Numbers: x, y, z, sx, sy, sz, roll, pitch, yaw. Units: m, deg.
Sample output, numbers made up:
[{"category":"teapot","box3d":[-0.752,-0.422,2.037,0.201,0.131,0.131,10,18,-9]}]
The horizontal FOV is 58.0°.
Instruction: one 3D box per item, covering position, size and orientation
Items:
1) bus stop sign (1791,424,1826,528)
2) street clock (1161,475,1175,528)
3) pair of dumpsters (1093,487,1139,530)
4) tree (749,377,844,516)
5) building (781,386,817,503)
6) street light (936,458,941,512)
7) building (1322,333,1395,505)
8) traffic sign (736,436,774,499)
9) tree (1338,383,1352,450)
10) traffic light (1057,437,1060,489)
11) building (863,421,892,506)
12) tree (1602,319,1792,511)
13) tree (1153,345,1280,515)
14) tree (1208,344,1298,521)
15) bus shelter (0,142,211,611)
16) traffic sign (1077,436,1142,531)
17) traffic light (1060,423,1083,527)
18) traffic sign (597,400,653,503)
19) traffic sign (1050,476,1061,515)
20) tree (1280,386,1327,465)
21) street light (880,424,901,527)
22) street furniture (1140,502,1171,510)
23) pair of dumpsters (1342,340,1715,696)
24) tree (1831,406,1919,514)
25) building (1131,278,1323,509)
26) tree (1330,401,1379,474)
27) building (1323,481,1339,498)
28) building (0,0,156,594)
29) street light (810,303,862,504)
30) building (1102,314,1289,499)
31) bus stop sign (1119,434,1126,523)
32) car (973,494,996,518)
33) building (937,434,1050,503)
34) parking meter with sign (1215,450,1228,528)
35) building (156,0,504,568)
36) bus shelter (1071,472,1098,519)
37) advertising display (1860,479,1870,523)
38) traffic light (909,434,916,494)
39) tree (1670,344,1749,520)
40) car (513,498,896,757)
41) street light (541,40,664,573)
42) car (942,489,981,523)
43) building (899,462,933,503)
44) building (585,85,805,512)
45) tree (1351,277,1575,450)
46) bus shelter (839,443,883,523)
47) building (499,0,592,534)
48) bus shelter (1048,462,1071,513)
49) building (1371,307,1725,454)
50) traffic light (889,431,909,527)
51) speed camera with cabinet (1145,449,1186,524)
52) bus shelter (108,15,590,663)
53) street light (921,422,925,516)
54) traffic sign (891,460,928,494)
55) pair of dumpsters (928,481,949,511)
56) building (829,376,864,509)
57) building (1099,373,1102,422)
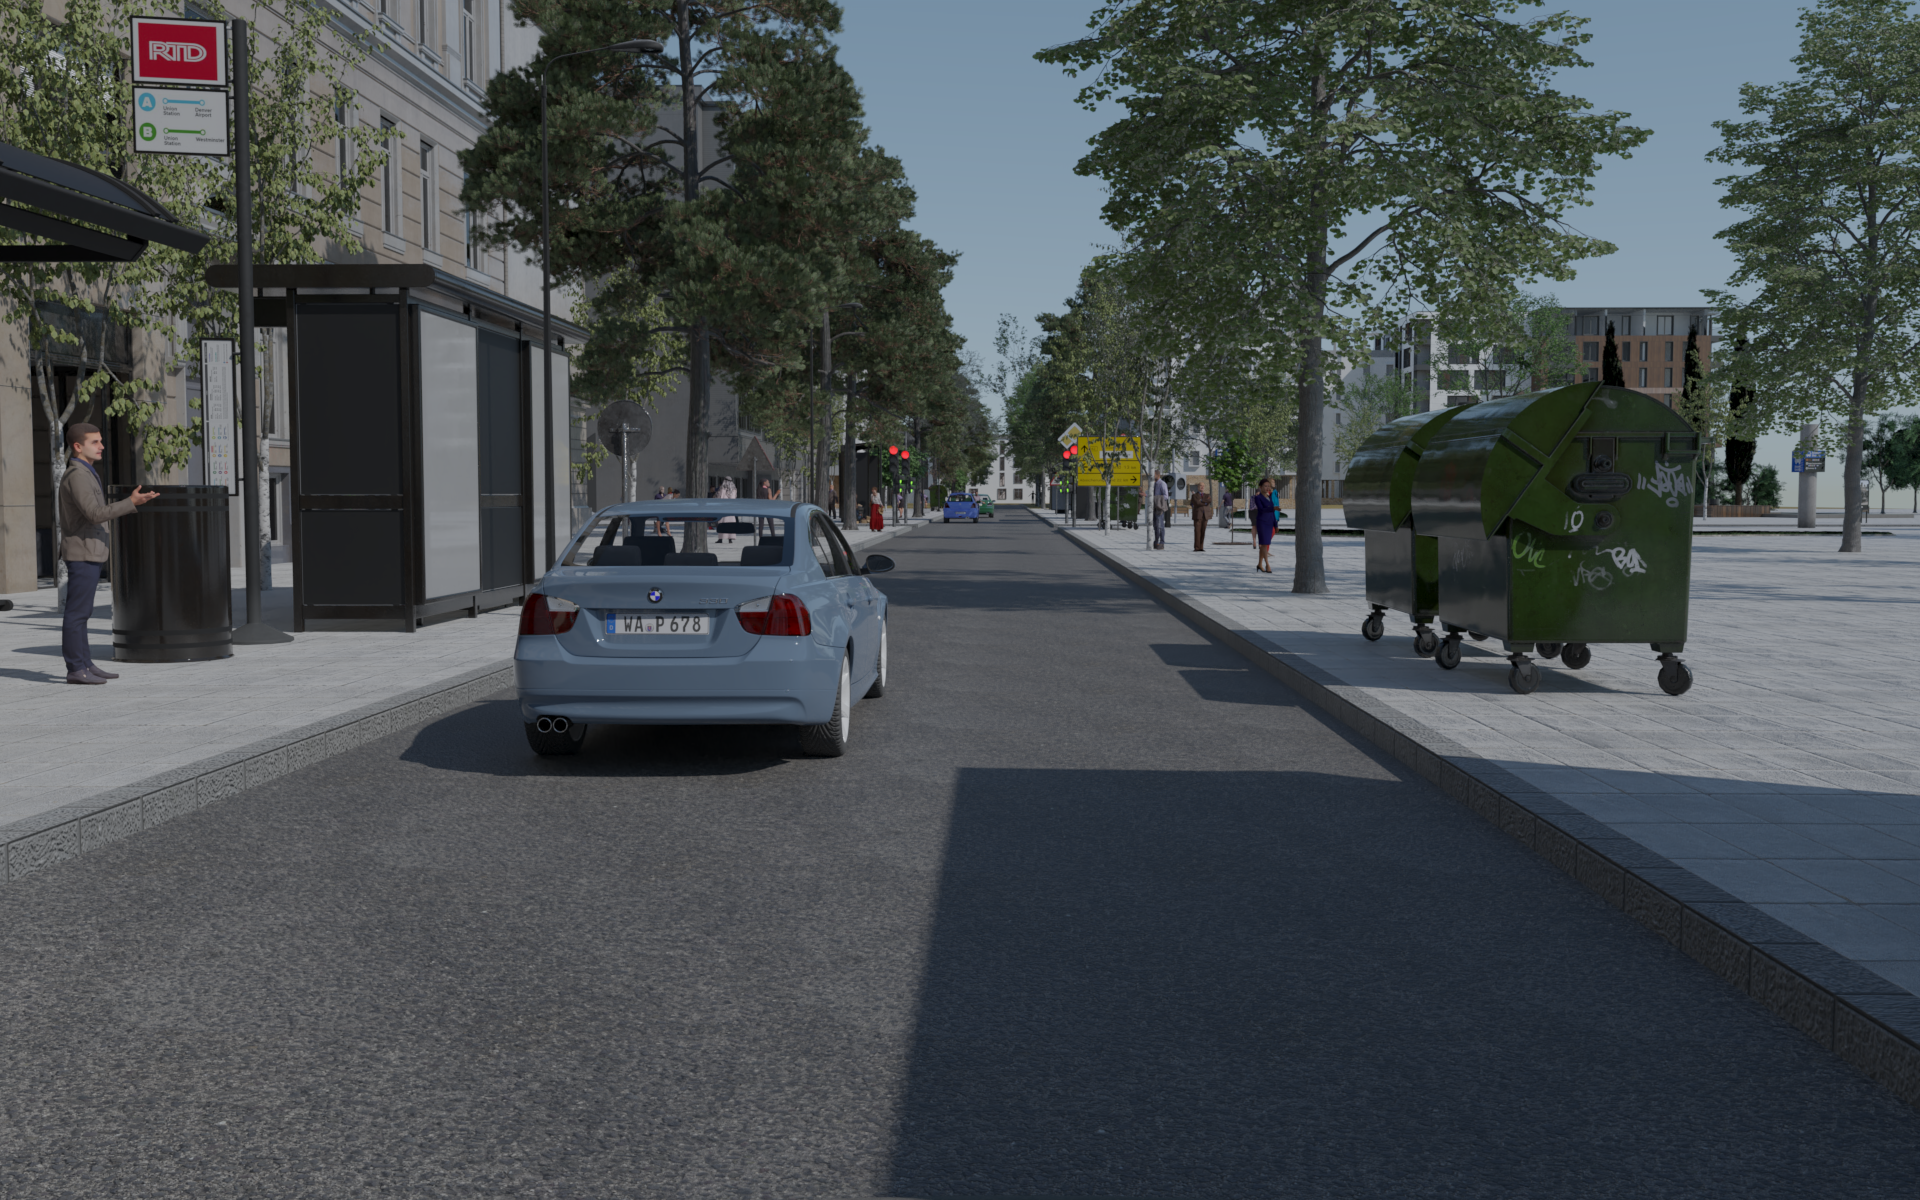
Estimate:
[{"category":"bus stop sign","box3d":[32.026,-4.673,65.412,0.837,3.901,0.837,0,4,-6]},{"category":"street clock","box3d":[7.914,-3.753,65.936,0.471,2.002,0.358,-1,4,-16]},{"category":"pair of dumpsters","box3d":[5.799,-3.746,63.744,1.574,2.255,4.436,0,4,1]},{"category":"tree","box3d":[-7.721,-7.897,79.485,4.737,8.622,4.395,0,3,0]},{"category":"building","box3d":[-16.546,-17.344,125.381,13.314,21.916,24.055,0,4,1]},{"category":"street light","box3d":[-1.639,-7.850,100.892,1.470,5.913,1.316,0,4,1]},{"category":"building","box3d":[45.303,-21.602,209.612,11.380,20.091,16.016,0,4,1]},{"category":"traffic sign","box3d":[-4.607,-2.378,38.879,0.884,2.594,0.081,1,4,9]},{"category":"tree","box3d":[34.970,-13.290,143.054,9.928,11.665,9.643,0,3,0]},{"category":"traffic light","box3d":[4.617,-5.255,75.166,0.839,4.213,0.868,0,4,1]},{"category":"building","box3d":[-21.807,-20.486,178.928,27.936,21.610,32.646,0,4,1]},{"category":"tree","box3d":[54.674,-14.161,133.352,18.604,14.587,13.155,1,4,10]},{"category":"tree","box3d":[15.484,-10.649,108.521,7.601,10.594,8.767,0,4,4]},{"category":"tree","box3d":[14.012,-8.109,82.952,4.737,8.622,4.395,0,3,0]},{"category":"bus shelter","box3d":[-5.686,-0.860,7.990,2.014,3.302,5.546,0,4,1]},{"category":"traffic sign","box3d":[5.201,-4.072,60.447,2.265,3.308,0.079,0,4,2]},{"category":"traffic light","box3d":[4.415,-4.767,67.184,0.839,4.213,0.868,0,4,1]},{"category":"traffic sign","box3d":[-4.545,-1.429,23.475,0.768,2.556,0.104,0,4,5]},{"category":"traffic sign","box3d":[5.874,-6.447,105.419,0.884,2.594,0.081,0,4,6]},{"category":"tree","box3d":[23.230,-11.949,129.778,8.767,10.594,7.601,0,4,-5]},{"category":"street light","box3d":[-2.505,-5.747,66.509,1.470,5.913,1.316,0,4,1]},{"category":"street furniture","box3d":[14.108,-7.790,142.995,5.734,0.657,10.072,0,4,-7]},{"category":"pair of dumpsters","box3d":[4.080,-0.644,13.016,1.574,2.255,4.436,0,4,2]},{"category":"tree","box3d":[61.652,-9.020,110.375,11.467,7.101,20.602,0,4,4]},{"category":"building","box3d":[23.555,-18.402,157.291,16.016,20.091,11.380,0,4,1]},{"category":"tree","box3d":[31.066,-11.310,135.278,4.737,8.622,4.395,0,3,0]},{"category":"building","box3d":[39.759,-18.597,246.201,28.070,9.664,9.099,0,4,1]},{"category":"building","box3d":[-22.119,-12.509,9.044,19.350,26.468,34.151,0,4,1]},{"category":"street light","box3d":[-3.074,-4.263,42.238,1.470,5.913,1.316,0,4,1]},{"category":"building","box3d":[23.904,-19.105,178.830,16.747,18.905,31.486,0,4,1]},{"category":"bus stop sign","box3d":[7.431,-5.389,76.813,0.855,3.939,0.416,-1,4,-17]},{"category":"car","box3d":[1.130,-5.753,105.867,2.131,1.459,4.920,0,4,-1]},{"category":"building","box3d":[10.999,-18.652,247.108,28.070,9.664,9.099,0,4,1]},{"category":"parking meter with sign","box3d":[10.042,-4.267,66.029,0.543,3.016,1.738,0,4,5]},{"category":"building","box3d":[-18.511,-15.305,36.149,13.634,28.700,20.117,0,4,1]},{"category":"bus shelter","box3d":[6.493,-6.136,91.606,1.731,3.624,6.357,0,4,1]},{"category":"advertising display","box3d":[39.626,-4.354,76.403,0.974,1.923,0.123,-1,4,-9]},{"category":"traffic light","box3d":[-2.343,-5.265,75.326,0.839,4.213,0.868,0,4,1]},{"category":"tree","box3d":[36.384,-8.203,84.480,4.737,8.622,4.395,0,3,0]},{"category":"car","box3d":[-1.440,0.076,10.760,2.014,1.417,4.499,0,4,2]},{"category":"street light","box3d":[-3.728,-2.774,17.892,1.470,5.913,1.316,0,4,1]},{"category":"car","box3d":[0.058,-4.668,85.908,1.945,1.707,3.694,0,4,1]},{"category":"building","box3d":[-17.083,-18.644,246.973,28.070,9.664,9.099,0,4,1]},{"category":"building","box3d":[-17.571,-17.051,97.858,14.314,24.678,30.058,0,4,1]},{"category":"tree","box3d":[25.937,-9.599,82.696,9.928,11.665,9.643,0,3,0]},{"category":"bus shelter","box3d":[-4.459,-5.432,80.092,1.731,3.624,6.357,0,4,2]},{"category":"building","box3d":[-21.697,-11.573,53.851,19.286,19.102,10.561,0,4,1]},{"category":"bus shelter","box3d":[6.749,-7.221,111.980,2.014,3.302,5.546,0,4,2]},{"category":"building","box3d":[67.454,-21.985,203.435,32.646,21.610,27.936,0,4,1]},{"category":"traffic light","box3d":[-2.545,-4.777,67.343,0.839,4.213,0.868,0,4,1]},{"category":"speed camera with cabinet","box3d":[8.887,-4.921,74.788,2.038,3.252,0.660,-3,5,-41]},{"category":"bus shelter","box3d":[-5.804,-2.427,17.307,2.179,5.291,8.768,0,4,1]},{"category":"street light","box3d":[-2.225,-6.282,75.247,1.470,5.913,1.316,0,4,1]},{"category":"traffic sign","box3d":[-3.000,-6.667,102.884,2.265,3.308,0.079,1,4,10]},{"category":"pair of dumpsters","box3d":[-1.614,-7.791,129.873,1.574,2.255,4.436,0,4,2]},{"category":"building","box3d":[-16.531,-18.376,156.863,16.016,20.091,11.380,0,4,1]},{"category":"building","box3d":[24.083,-21.042,200.450,16.016,20.091,11.380,0,4,1]}]
